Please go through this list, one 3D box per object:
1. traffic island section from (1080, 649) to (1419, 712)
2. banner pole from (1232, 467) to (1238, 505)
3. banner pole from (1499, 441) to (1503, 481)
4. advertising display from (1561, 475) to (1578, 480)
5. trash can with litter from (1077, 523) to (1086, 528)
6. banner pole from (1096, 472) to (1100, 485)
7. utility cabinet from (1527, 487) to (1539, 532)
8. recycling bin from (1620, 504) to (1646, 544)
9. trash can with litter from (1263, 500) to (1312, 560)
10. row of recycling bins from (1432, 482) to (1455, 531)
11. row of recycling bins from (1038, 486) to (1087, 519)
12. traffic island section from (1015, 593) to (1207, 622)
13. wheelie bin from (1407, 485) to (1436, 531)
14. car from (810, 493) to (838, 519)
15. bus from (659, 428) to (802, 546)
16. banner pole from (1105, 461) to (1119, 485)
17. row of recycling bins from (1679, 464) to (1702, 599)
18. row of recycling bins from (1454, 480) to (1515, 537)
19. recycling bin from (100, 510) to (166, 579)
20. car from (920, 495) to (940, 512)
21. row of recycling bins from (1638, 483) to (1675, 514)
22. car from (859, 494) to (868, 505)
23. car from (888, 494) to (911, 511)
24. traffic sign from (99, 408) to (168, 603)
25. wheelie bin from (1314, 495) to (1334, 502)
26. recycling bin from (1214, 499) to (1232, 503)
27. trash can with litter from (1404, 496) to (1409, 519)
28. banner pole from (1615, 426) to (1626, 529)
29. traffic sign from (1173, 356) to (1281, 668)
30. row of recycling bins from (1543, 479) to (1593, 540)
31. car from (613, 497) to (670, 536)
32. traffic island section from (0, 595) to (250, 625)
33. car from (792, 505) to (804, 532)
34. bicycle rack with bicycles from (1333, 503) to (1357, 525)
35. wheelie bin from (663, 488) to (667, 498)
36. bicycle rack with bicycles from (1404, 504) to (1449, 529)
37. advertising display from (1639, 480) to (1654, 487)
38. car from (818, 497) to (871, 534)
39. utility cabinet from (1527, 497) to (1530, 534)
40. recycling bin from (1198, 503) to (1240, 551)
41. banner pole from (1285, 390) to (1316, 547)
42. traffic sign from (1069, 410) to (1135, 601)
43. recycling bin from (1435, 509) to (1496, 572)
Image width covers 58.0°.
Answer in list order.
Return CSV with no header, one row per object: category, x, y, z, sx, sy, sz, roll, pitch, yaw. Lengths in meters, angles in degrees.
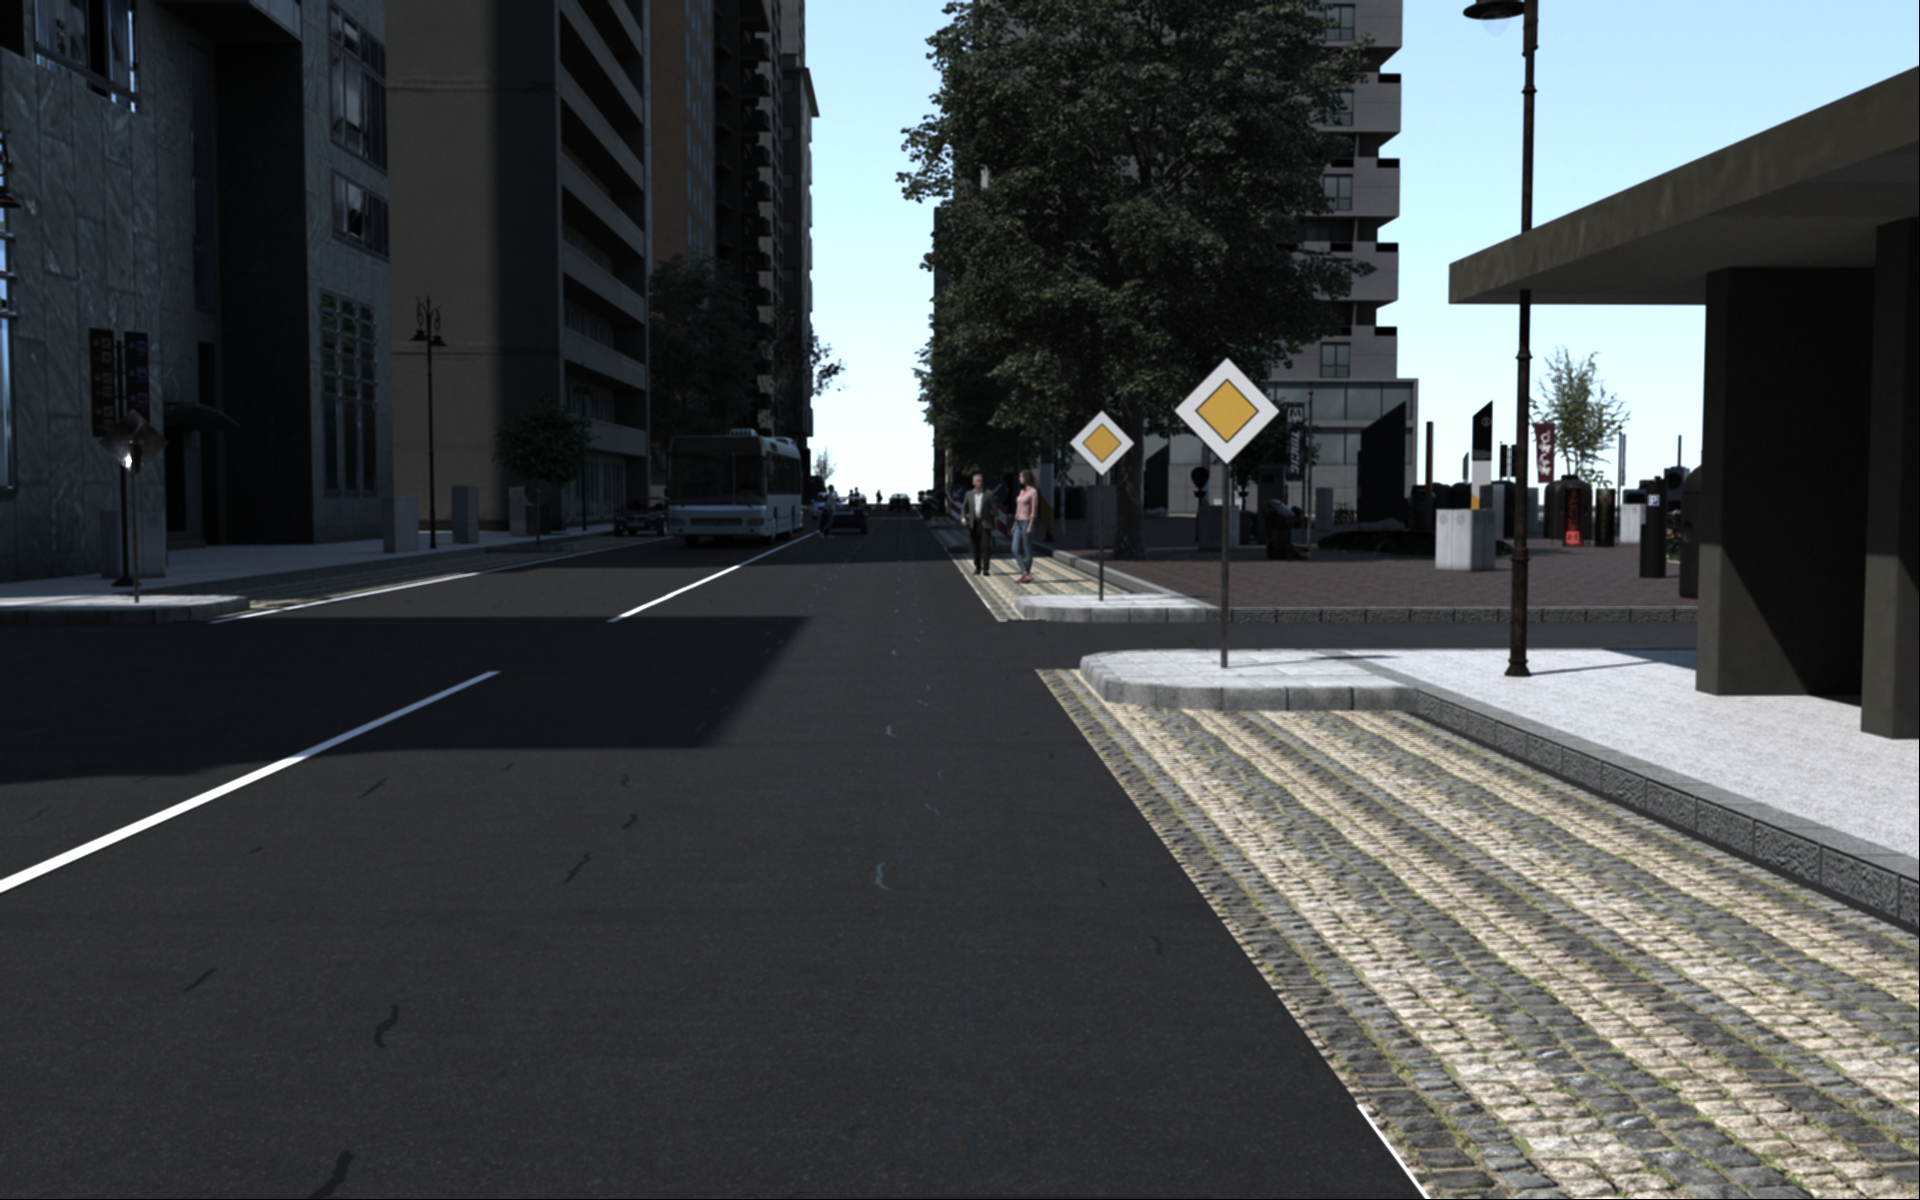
traffic island section,1.970,0.580,12.796,2.009,0.180,2.903,0,4,-2
banner pole,9.491,-4.225,59.102,0.401,3.779,0.863,-3,4,-37
banner pole,25.589,-5.619,81.894,0.401,3.779,0.863,2,4,28
advertising display,20.264,-3.205,57.614,0.123,1.923,0.974,0,4,-7
trash can with litter,5.199,-3.248,64.166,1.678,1.210,2.233,-2,4,-26
banner pole,7.844,-6.449,95.452,0.863,3.779,0.401,-1,4,-22
utility cabinet,19.137,-3.038,58.354,0.318,1.500,1.173,3,4,36
recycling bin,17.468,-1.952,44.462,0.722,1.027,0.722,-1,4,-20
trash can with litter,6.489,-1.392,34.139,0.624,1.170,1.055,-3,4,-37
row of recycling bins,18.152,-3.314,61.296,3.534,1.692,1.069,0,4,-6
row of recycling bins,5.335,-5.076,90.112,1.069,1.692,3.534,-3,4,-36
traffic island section,1.712,0.092,20.777,2.009,0.180,2.903,0,4,-2
wheelie bin,16.013,-3.185,59.982,0.980,1.594,0.693,0,4,-2
car,-7.583,-5.481,99.205,1.945,1.707,3.694,0,4,-3
bus,-6.464,-3.436,51.041,2.948,3.499,13.247,0,4,-1
banner pole,7.489,-5.730,83.704,0.401,3.779,0.863,-2,4,-29
row of recycling bins,10.615,-0.843,20.894,3.534,1.692,1.069,1,4,16
row of recycling bins,16.441,-2.840,53.540,1.069,1.692,3.534,0,4,-1
recycling bin,-12.704,-0.859,26.601,0.722,1.027,0.722,3,5,43
car,-2.152,-7.501,135.229,1.945,1.354,3.894,0,4,-1
row of recycling bins,26.278,-3.425,63.106,1.069,1.692,3.534,-2,4,-34
car,-13.376,-13.568,232.064,2.015,1.641,3.980,0,4,-3
car,-5.088,-8.409,146.284,1.959,1.807,4.718,0,4,-1
traffic sign,-9.700,-1.022,20.353,0.795,2.450,0.064,0,4,-2
wheelie bin,18.960,-5.035,90.224,0.980,1.594,0.693,1,4,10
recycling bin,13.639,-4.731,89.907,0.722,1.027,0.722,2,4,33
trash can with litter,22.016,-4.639,86.899,1.678,1.210,2.233,-3,5,-42
banner pole,24.404,-4.518,63.886,0.401,3.779,0.863,3,5,40
traffic sign,1.947,-0.555,12.718,0.795,2.450,0.064,0,4,-2
row of recycling bins,17.386,-2.605,49.700,1.069,1.692,3.534,1,4,10
car,-10.747,-2.862,59.382,1.945,1.354,3.894,0,3,0
traffic island section,-9.723,0.114,20.414,2.009,0.180,2.903,0,4,-2
car,-7.022,-3.308,66.446,2.083,1.381,4.827,0,4,-3
bicycle rack with bicycles,16.533,-3.608,72.379,2.925,0.926,2.852,-3,5,-43
wheelie bin,-15.657,-5.255,93.826,0.980,1.594,0.693,0,4,-5
bicycle rack with bicycles,17.760,-3.086,63.834,2.852,0.926,2.925,-3,4,-36
advertising display,31.075,-4.461,78.148,0.123,1.923,0.974,-2,4,-29
car,-4.237,-3.101,63.286,1.945,1.354,3.894,0,4,-3
utility cabinet,18.166,-2.737,55.916,0.306,1.237,1.020,0,4,8
recycling bin,5.900,-1.646,39.467,0.722,1.027,0.722,3,4,36
banner pole,8.209,-3.160,41.688,0.863,3.779,0.401,-1,4,-13
traffic sign,1.689,-1.043,20.699,0.795,2.450,0.064,0,4,-2
recycling bin,8.444,-1.001,28.916,0.722,1.027,0.722,-3,4,-37
